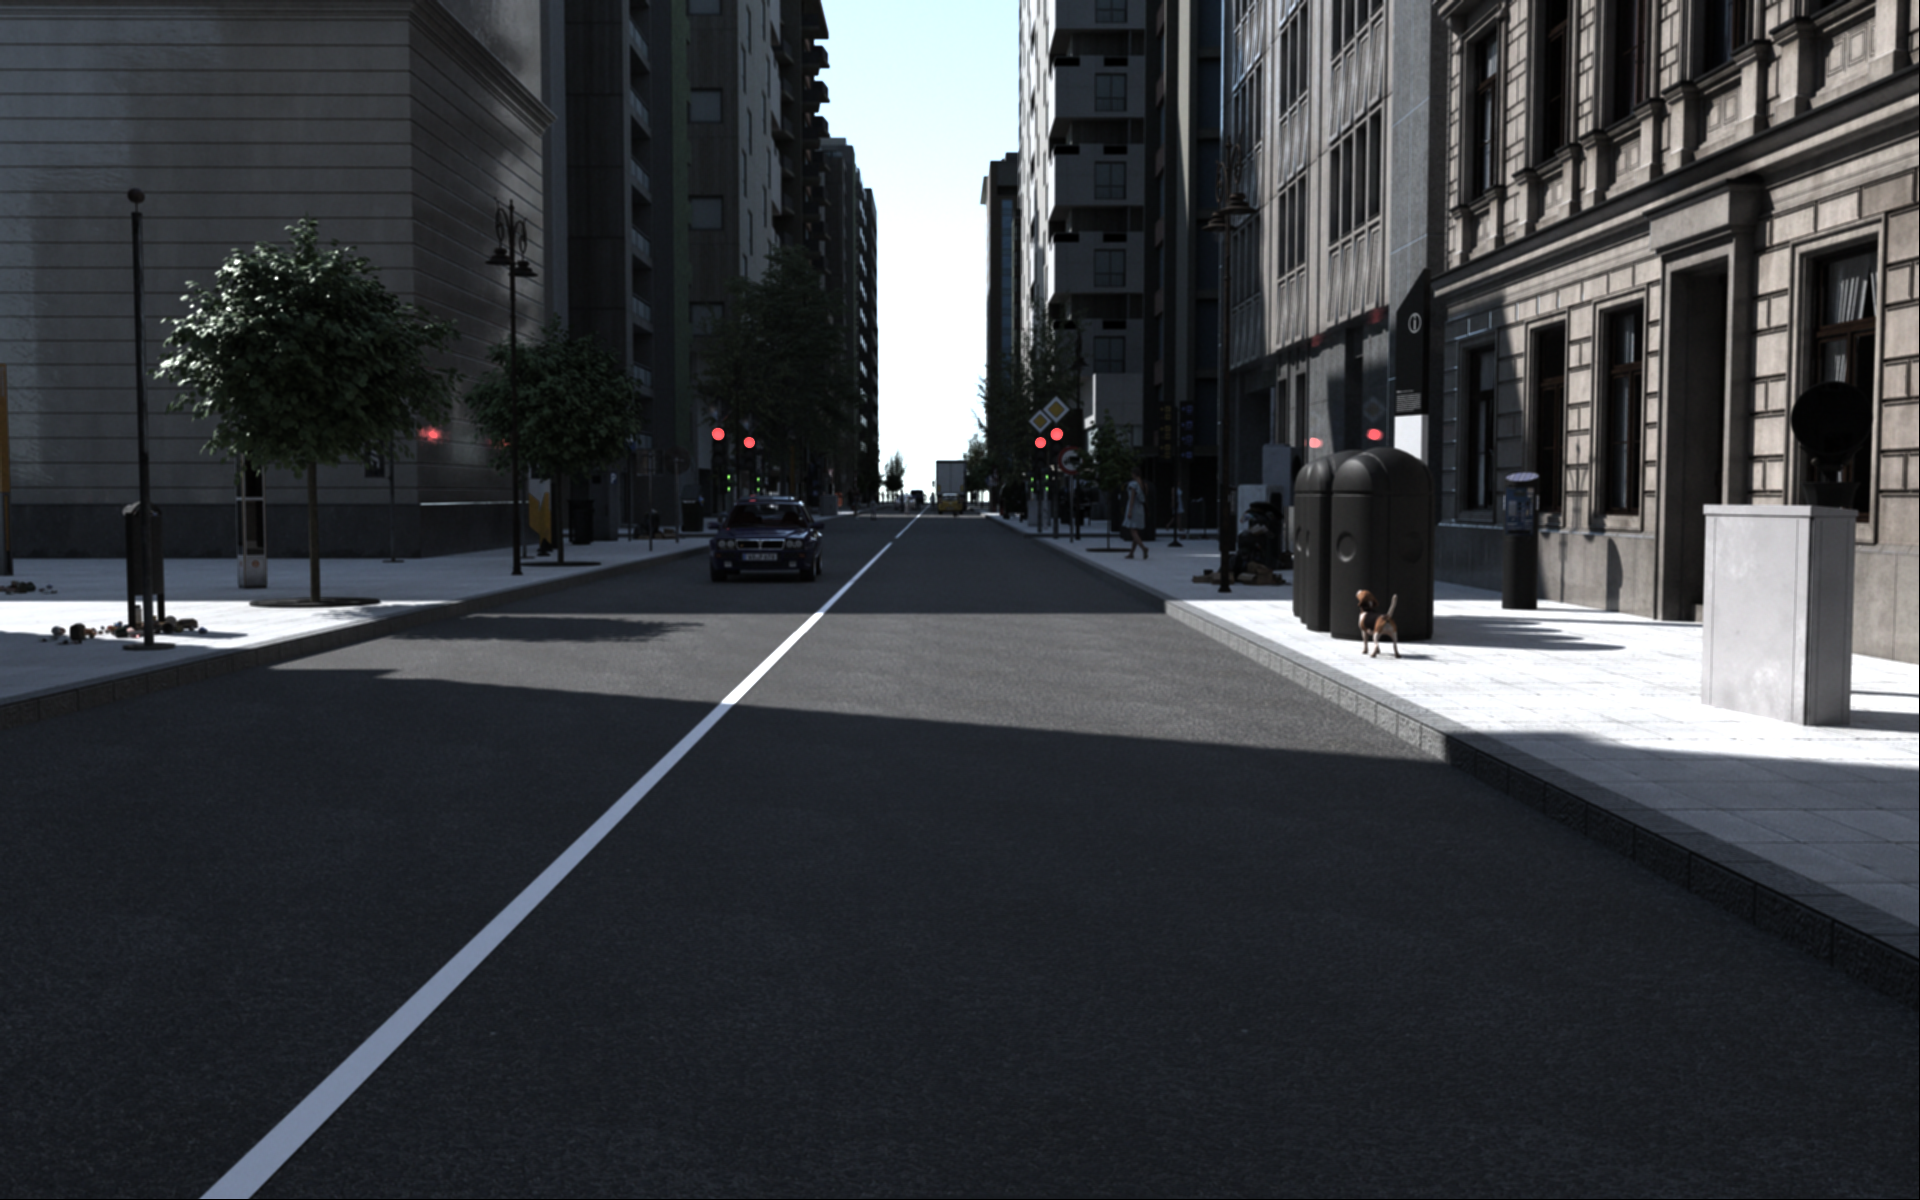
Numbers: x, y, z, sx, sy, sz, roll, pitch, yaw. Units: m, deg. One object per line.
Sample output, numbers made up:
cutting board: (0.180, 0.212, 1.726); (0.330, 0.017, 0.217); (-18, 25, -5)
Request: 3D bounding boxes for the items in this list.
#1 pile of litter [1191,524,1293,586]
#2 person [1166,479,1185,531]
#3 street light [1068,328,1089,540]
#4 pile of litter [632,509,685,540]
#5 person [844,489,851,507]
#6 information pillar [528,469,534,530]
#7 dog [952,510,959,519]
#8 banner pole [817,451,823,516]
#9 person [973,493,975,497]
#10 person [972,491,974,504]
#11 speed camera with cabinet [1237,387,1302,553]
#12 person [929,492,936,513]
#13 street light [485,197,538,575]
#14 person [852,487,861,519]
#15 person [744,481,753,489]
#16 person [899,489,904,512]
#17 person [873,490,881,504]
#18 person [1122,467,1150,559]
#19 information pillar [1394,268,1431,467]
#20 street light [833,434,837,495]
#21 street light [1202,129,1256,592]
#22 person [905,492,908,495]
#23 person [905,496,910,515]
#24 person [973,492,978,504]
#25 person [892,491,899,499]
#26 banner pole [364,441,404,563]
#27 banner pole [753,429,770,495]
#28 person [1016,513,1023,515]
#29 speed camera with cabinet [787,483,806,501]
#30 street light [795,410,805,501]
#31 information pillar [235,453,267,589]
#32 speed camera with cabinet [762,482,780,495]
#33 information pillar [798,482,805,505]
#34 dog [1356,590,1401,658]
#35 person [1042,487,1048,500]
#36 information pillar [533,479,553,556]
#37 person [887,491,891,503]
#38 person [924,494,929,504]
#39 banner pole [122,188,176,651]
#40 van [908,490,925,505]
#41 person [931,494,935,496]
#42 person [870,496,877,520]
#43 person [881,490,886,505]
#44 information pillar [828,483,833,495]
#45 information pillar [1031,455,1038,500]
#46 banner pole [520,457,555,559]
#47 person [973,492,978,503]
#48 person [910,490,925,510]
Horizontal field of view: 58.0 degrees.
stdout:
pile of litter: (4.070, -0.661, 24.771); (1.176, 0.858, 1.719); (-2, 4, -30)
person: (7.366, -3.250, 59.279); (0.778, 1.811, 0.616); (2, 4, 35)
street light: (3.305, -4.625, 48.413); (0.468, 5.910, 1.993); (0, 4, -1)
pile of litter: (-8.607, -2.167, 49.403); (1.719, 0.858, 1.176); (-2, 4, -28)
person: (-10.864, -10.124, 171.593); (1.348, 1.821, 0.705); (-2, 4, -27)
information pillar: (-9.312, -2.878, 38.405); (0.504, 3.616, 0.183); (-1, 4, -9)
dog: (-0.258, -4.965, 100.470); (0.540, 0.507, 0.406); (1, 4, 22)
banner pole: (-8.102, -6.760, 100.549); (0.401, 3.779, 0.863); (-2, 4, -30)
person: (2.056, -14.572, 247.481); (0.628, 1.438, 0.799); (1, 4, 9)
person: (1.738, -13.603, 229.163); (0.721, 1.736, 1.217); (0, 4, 8)
speed camera with cabinet: (5.644, -2.270, 31.445); (0.660, 3.252, 2.038); (2, 4, 28)
person: (-2.015, -7.240, 128.680); (0.589, 1.601, 0.330); (-2, 4, -27)
street light: (-7.035, -3.336, 27.328); (0.468, 5.910, 1.993); (0, 4, -1)
person: (-5.903, -5.539, 99.044); (0.573, 1.828, 0.580); (-2, 4, -27)
person: (-9.312, -4.291, 76.074); (0.514, 1.842, 0.818); (-1, 4, -14)
person: (-4.636, -7.907, 137.854); (0.705, 1.814, 1.350); (0, 4, -8)
person: (-10.311, -12.951, 217.799); (1.348, 1.823, 0.705); (1, 4, 8)
person: (3.517, -1.708, 34.055); (0.616, 1.811, 0.778); (-2, 4, -31)
information pillar: (4.762, -1.645, 18.250); (0.183, 3.616, 0.504); (-1, 4, -22)
street light: (-7.950, -8.393, 110.021); (0.468, 5.910, 1.993); (0, 4, -1)
street light: (3.463, -3.039, 22.481); (0.468, 5.910, 1.993); (0, 4, -1)
person: (-7.792, -15.090, 255.664); (0.683, 1.767, 0.568); (-2, 4, -28)
person: (-3.610, -6.470, 118.562); (0.394, 1.301, 0.425); (2, 4, 32)
person: (2.108, -13.384, 224.957); (0.705, 1.814, 1.350); (3, 5, 42)
person: (-6.248, -10.019, 172.823); (1.217, 1.766, 0.721); (-3, 4, -36)
banner pole: (-10.786, -2.586, 32.296); (0.401, 3.779, 0.863); (2, 4, 30)
banner pole: (-7.592, -4.689, 66.686); (0.863, 3.779, 0.401); (-1, 4, -14)
person: (3.720, -6.125, 106.365); (0.419, 1.800, 0.721); (-3, 5, -40)
speed camera with cabinet: (-12.640, -8.292, 129.908); (2.038, 3.252, 0.660); (1, 4, 13)
street light: (-7.716, -6.805, 84.043); (0.468, 5.910, 1.993); (0, 4, -1)
information pillar: (-9.641, -1.165, 23.547); (0.304, 2.012, 0.304); (-3, 5, -40)
speed camera with cabinet: (-13.768, -7.969, 124.625); (2.038, 3.252, 0.660); (-2, 4, -31)
information pillar: (-10.115, -6.504, 110.829); (0.304, 2.012, 0.304); (3, 5, 41)
dog: (3.308, 0.188, 13.750); (0.540, 0.507, 0.406); (3, 5, 41)
person: (4.406, -5.202, 90.865); (0.755, 1.850, 0.659); (-2, 4, -32)
information pillar: (-8.586, -2.712, 35.698); (0.183, 3.616, 0.504); (-2, 4, -29)
person: (-10.077, -14.549, 244.723); (0.445, 1.727, 0.742); (1, 4, 19)
person: (-5.128, -15.315, 262.125); (0.991, 1.433, 0.599); (2, 4, 26)
banner pole: (-6.625, -1.471, 14.062); (0.401, 3.779, 0.863); (-2, 4, -28)
van: (-5.803, -14.058, 234.231); (2.240, 2.365, 5.245); (0, 3, 0)
person: (-3.719, -14.021, 238.193); (0.683, 1.767, 0.568); (1, 4, 20)
person: (-4.745, -5.033, 95.063); (0.394, 1.301, 0.425); (2, 4, 31)
person: (-9.062, -12.154, 205.444); (0.721, 1.739, 1.217); (2, 4, 29)
information pillar: (-8.400, -6.591, 112.258); (0.304, 2.012, 0.304); (0, 4, -5)
information pillar: (4.500, -6.898, 104.140); (0.504, 3.616, 0.183); (1, 4, 12)
banner pole: (-8.489, -2.723, 34.538); (0.863, 3.779, 0.401); (-2, 4, -34)
person: (2.129, -15.428, 258.425); (1.348, 1.807, 0.705); (3, 4, 36)
person: (-3.705, -8.766, 151.904); (1.350, 1.814, 0.705); (-1, 4, -17)
